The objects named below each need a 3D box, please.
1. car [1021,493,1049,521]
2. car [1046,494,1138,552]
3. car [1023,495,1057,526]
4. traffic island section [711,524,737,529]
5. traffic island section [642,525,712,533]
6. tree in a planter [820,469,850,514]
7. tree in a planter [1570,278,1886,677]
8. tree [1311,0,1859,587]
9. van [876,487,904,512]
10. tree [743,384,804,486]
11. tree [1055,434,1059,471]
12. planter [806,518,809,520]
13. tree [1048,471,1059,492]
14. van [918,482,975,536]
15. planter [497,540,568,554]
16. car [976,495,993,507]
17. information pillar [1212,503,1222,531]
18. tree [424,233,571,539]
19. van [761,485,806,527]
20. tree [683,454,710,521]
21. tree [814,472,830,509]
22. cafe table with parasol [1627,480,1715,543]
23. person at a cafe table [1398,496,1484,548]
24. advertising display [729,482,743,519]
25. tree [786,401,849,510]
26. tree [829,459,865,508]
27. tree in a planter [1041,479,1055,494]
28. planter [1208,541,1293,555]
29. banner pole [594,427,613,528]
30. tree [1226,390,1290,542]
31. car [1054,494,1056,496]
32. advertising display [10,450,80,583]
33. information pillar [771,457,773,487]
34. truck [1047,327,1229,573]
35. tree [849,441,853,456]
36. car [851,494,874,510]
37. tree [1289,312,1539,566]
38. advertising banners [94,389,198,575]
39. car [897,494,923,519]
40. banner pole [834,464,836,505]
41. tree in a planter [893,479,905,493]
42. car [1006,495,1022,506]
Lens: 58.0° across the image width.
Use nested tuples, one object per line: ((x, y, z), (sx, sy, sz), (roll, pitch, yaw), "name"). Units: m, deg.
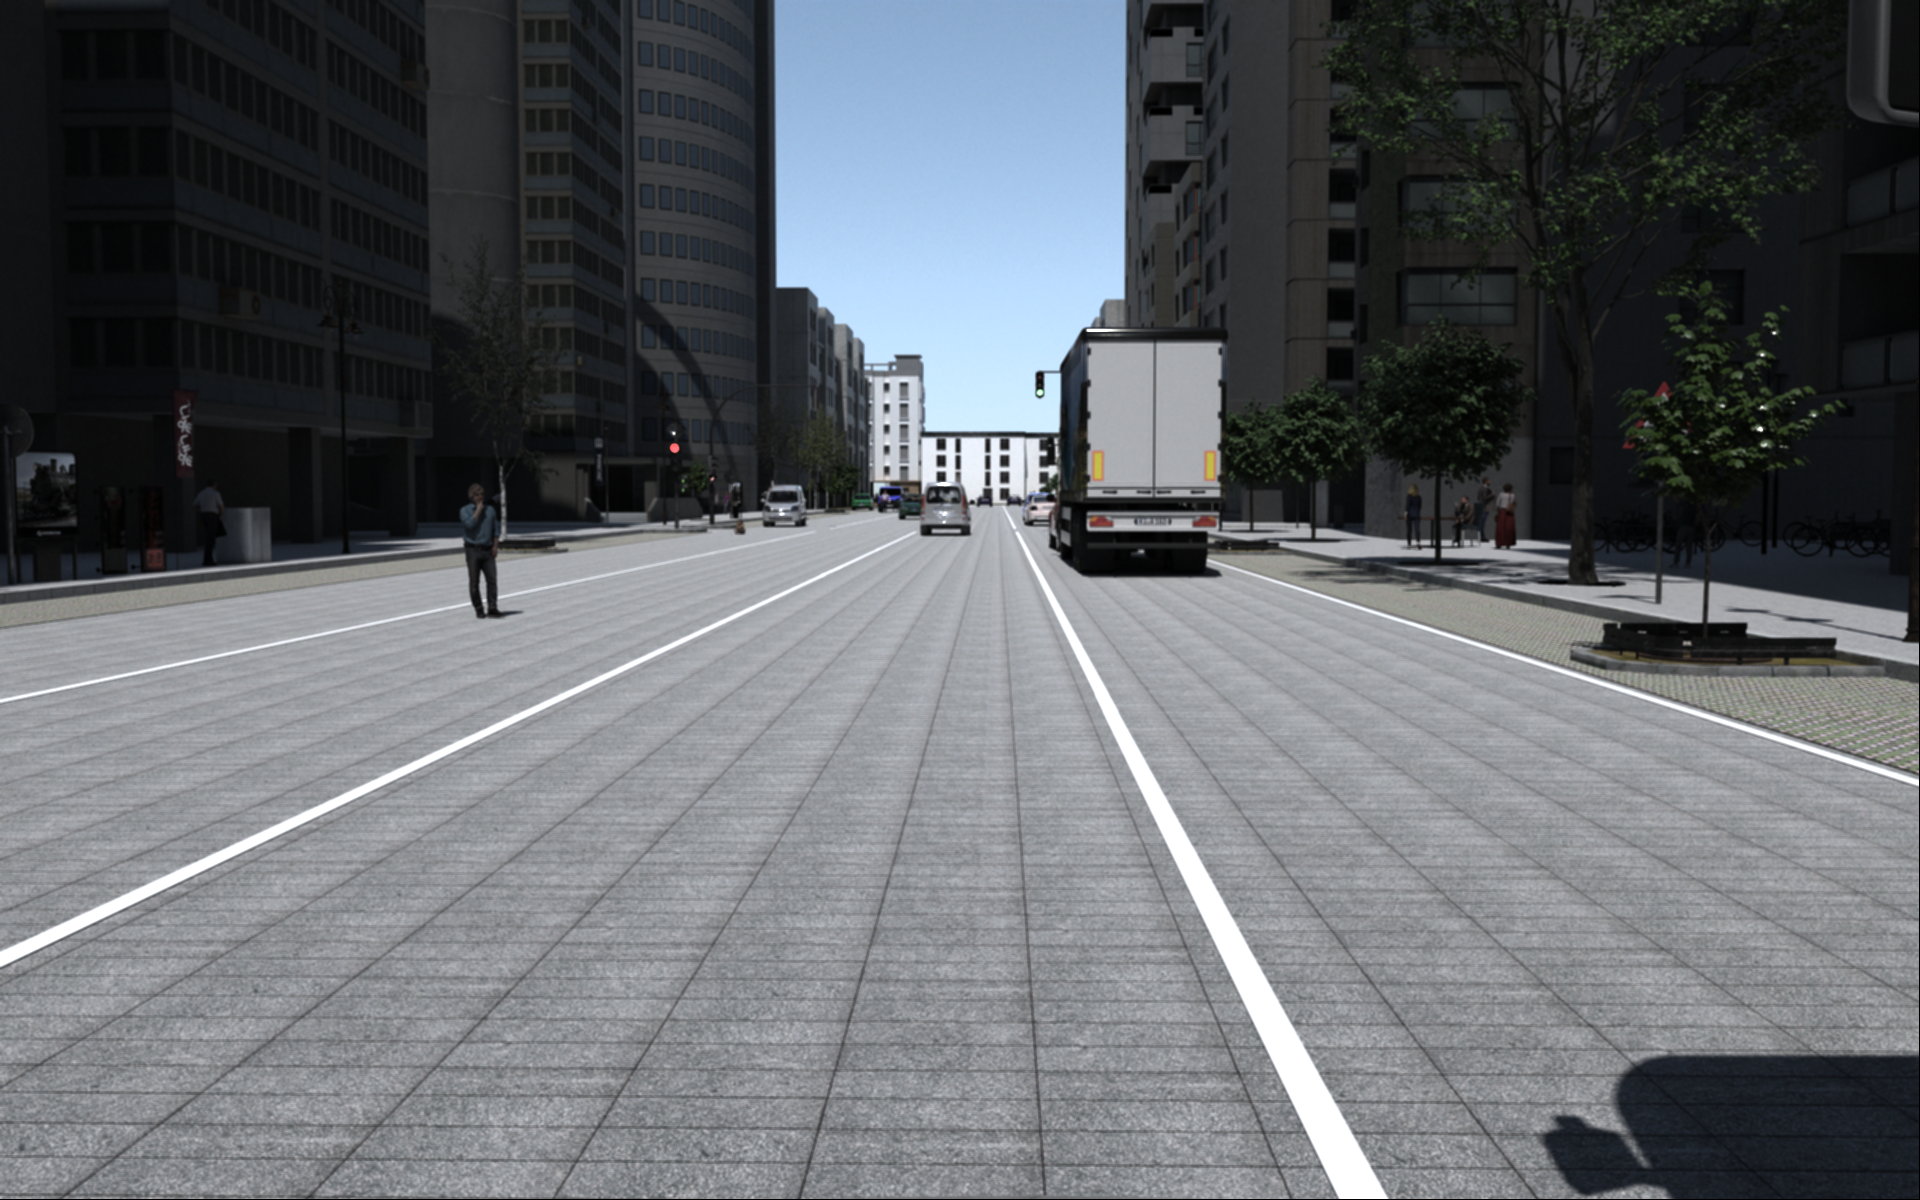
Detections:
((4.219, -5.059, 92.306), (1.945, 1.707, 3.694), (0, 4, 1), "car")
((3.386, -2.181, 44.331), (2.281, 1.827, 5.304), (0, 4, -1), "car")
((3.930, -4.088, 79.205), (2.083, 1.381, 4.827), (0, 4, -1), "car")
((-10.381, -3.066, 72.408), (2.009, 0.180, 2.903), (0, 4, 1), "traffic island section")
((-10.551, -2.578, 64.425), (2.009, 0.180, 2.903), (0, 4, 1), "traffic island section")
((-8.947, -7.757, 124.052), (1.991, 3.239, 1.994), (0, 4, 1), "tree in a planter")
((6.222, -1.049, 14.366), (1.991, 3.239, 1.994), (0, 4, 1), "tree in a planter")
((8.616, -6.017, 24.140), (9.928, 11.665, 9.643), (0, 3, 0), "tree")
((-5.491, -8.181, 138.151), (2.240, 2.365, 5.245), (0, 4, 1), "van")
((-12.208, -10.019, 114.172), (4.360, 8.622, 3.978), (0, 3, 0), "tree")
((12.064, -14.751, 191.533), (4.737, 8.622, 4.395), (0, 3, 0), "tree")
((-9.535, -4.643, 97.058), (1.991, 0.319, 1.994), (0, 4, 1), "planter")
((13.079, -14.702, 224.096), (4.285, 4.588, 4.351), (0, 3, 0), "tree")
((-0.492, -3.297, 60.916), (2.013, 2.044, 4.112), (0, 4, 2), "van")
((-10.693, -1.297, 42.352), (1.991, 0.319, 1.994), (0, 4, 1), "planter")
((2.798, -11.268, 196.807), (1.945, 1.354, 3.894), (0, 4, -1), "car")
((9.048, -3.453, 60.945), (0.304, 2.012, 0.304), (1, 4, 23), "information pillar")
((-12.905, -6.018, 48.757), (4.360, 8.622, 3.978), (0, 3, 0), "tree")
((-7.782, -4.275, 76.913), (2.013, 2.044, 4.112), (0, 4, 0), "van")
((-12.775, -5.472, 84.066), (1.663, 3.219, 1.824), (0, 3, 0), "tree")
((-11.827, -9.533, 150.463), (1.663, 3.219, 1.824), (0, 3, 0), "tree")
((19.076, -2.519, 46.044), (2.610, 1.966, 2.610), (1, 4, 12), "cafe table with parasol")
((11.735, -1.882, 41.638), (1.726, 1.238, 1.698), (-1, 4, -15), "person at a cafe table")
((-11.781, -5.245, 90.970), (0.974, 1.923, 0.123), (3, 5, 43), "advertising display")
((-11.659, -11.380, 136.432), (4.737, 8.622, 4.395), (0, 3, 0), "tree")
((-10.460, -10.746, 159.411), (4.285, 4.588, 4.351), (0, 3, 0), "tree")
((10.211, -12.484, 201.329), (1.991, 3.239, 1.994), (0, 4, 1), "tree in a planter")
((6.797, -1.239, 41.393), (1.991, 0.319, 1.994), (0, 4, 1), "planter")
((-13.413, -4.584, 64.969), (0.401, 3.779, 0.863), (2, 4, 34), "banner pole")
((9.465, -3.849, 46.641), (4.285, 4.588, 4.351), (0, 3, 0), "tree")
((4.828, -5.516, 98.977), (1.959, 1.807, 4.718), (0, 4, 1), "car")
((-13.380, -1.231, 25.341), (0.123, 1.923, 0.974), (2, 4, 31), "advertising display")
((-11.753, -7.158, 108.388), (0.183, 3.616, 0.504), (-1, 4, -15), "information pillar")
((3.335, -2.802, 34.727), (2.839, 4.237, 11.283), (0, 4, 1), "truck")
((-10.870, -11.721, 141.994), (4.737, 8.622, 4.395), (0, 3, 0), "tree")
((-8.543, -8.756, 151.956), (1.959, 1.807, 4.718), (0, 3, 0), "car")
((8.800, -2.921, 31.473), (4.285, 4.588, 4.351), (0, 3, 0), "tree")
((-13.244, -1.964, 28.304), (0.090, 3.025, 2.074), (2, 4, 24), "advertising banners")
((-2.528, -5.345, 99.186), (2.131, 1.459, 4.920), (0, 4, 1), "car")
((-10.519, -9.496, 145.270), (0.401, 3.779, 0.863), (-1, 4, -15), "banner pole")
((-7.296, -12.503, 201.642), (1.991, 3.239, 1.994), (0, 4, 1), "tree in a planter")
((6.454, -11.867, 206.605), (1.945, 1.354, 3.894), (0, 4, 2), "car")
